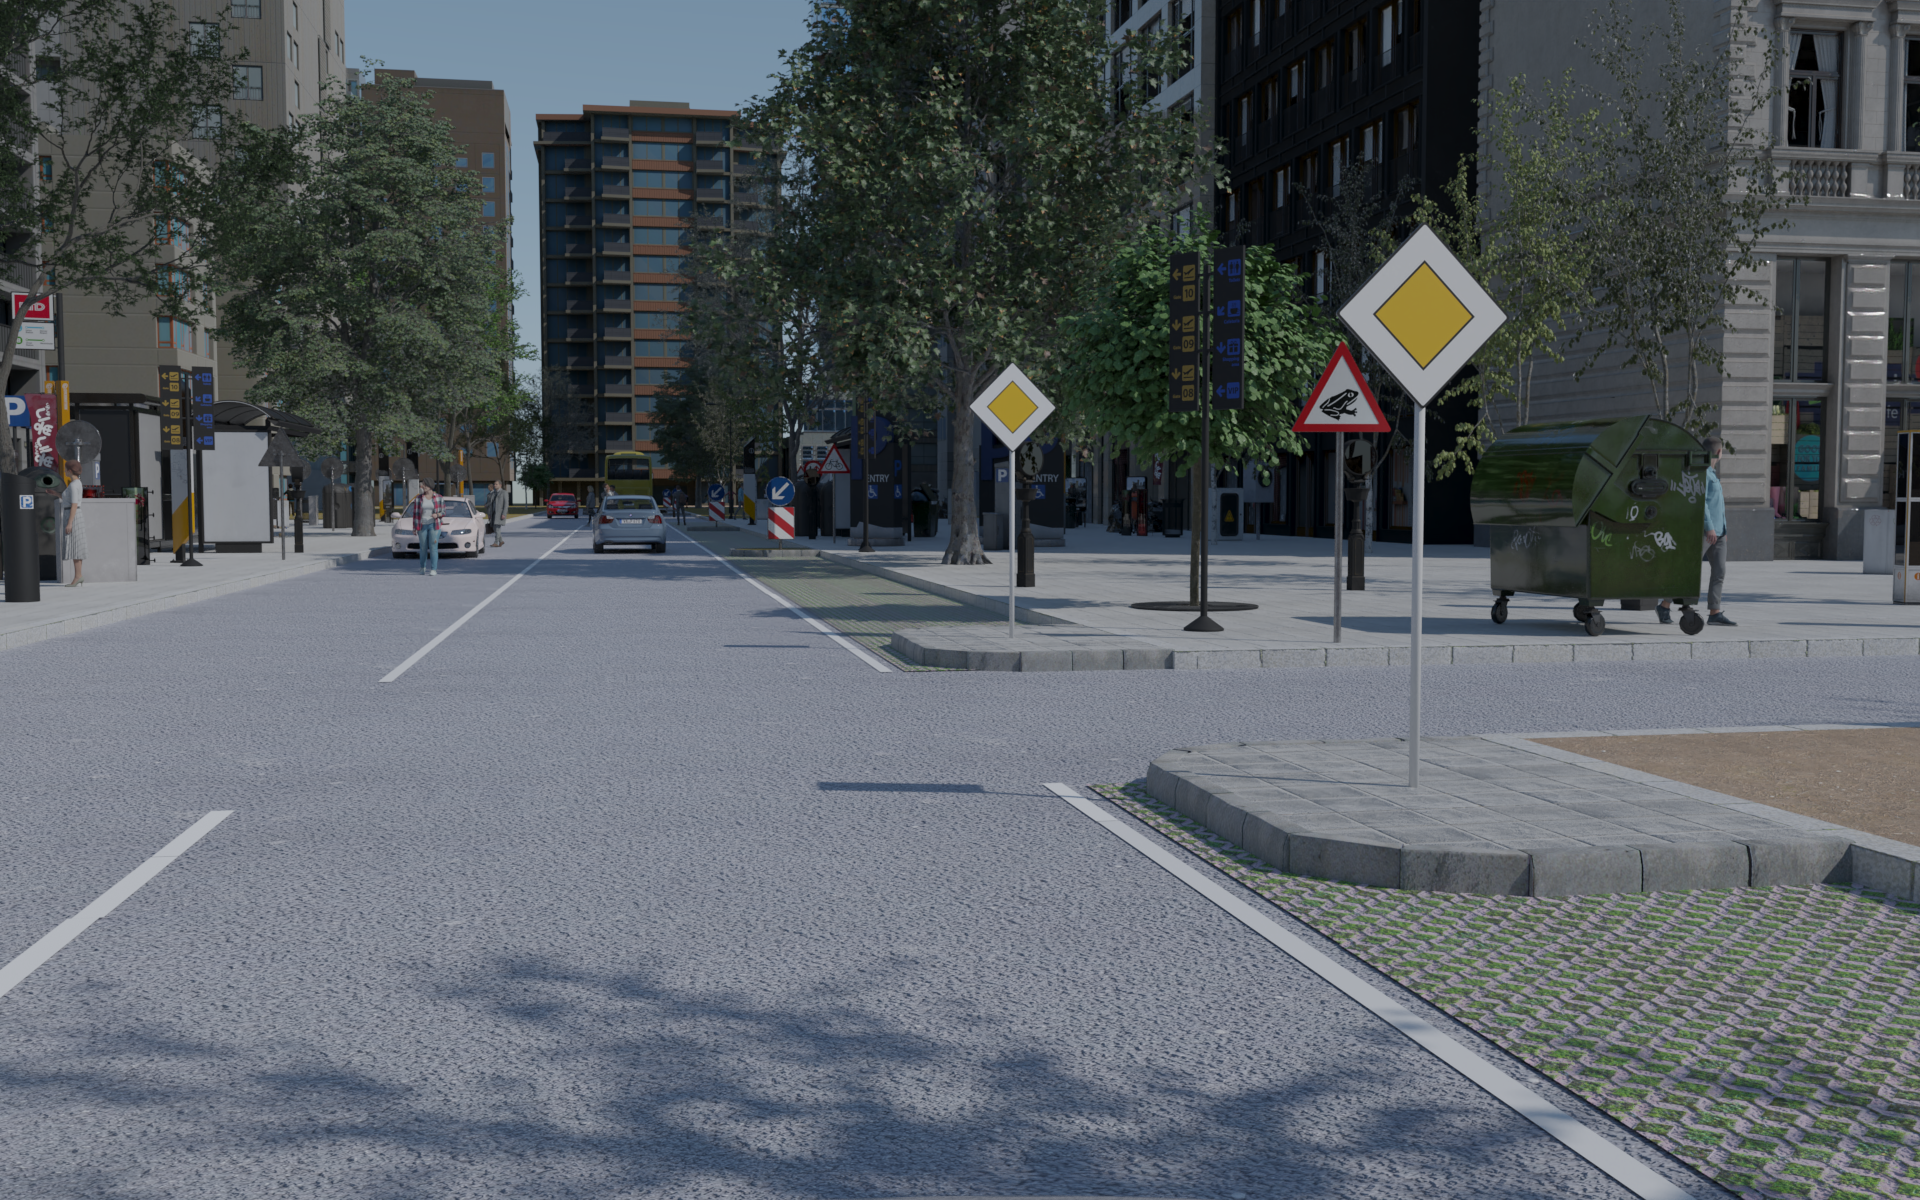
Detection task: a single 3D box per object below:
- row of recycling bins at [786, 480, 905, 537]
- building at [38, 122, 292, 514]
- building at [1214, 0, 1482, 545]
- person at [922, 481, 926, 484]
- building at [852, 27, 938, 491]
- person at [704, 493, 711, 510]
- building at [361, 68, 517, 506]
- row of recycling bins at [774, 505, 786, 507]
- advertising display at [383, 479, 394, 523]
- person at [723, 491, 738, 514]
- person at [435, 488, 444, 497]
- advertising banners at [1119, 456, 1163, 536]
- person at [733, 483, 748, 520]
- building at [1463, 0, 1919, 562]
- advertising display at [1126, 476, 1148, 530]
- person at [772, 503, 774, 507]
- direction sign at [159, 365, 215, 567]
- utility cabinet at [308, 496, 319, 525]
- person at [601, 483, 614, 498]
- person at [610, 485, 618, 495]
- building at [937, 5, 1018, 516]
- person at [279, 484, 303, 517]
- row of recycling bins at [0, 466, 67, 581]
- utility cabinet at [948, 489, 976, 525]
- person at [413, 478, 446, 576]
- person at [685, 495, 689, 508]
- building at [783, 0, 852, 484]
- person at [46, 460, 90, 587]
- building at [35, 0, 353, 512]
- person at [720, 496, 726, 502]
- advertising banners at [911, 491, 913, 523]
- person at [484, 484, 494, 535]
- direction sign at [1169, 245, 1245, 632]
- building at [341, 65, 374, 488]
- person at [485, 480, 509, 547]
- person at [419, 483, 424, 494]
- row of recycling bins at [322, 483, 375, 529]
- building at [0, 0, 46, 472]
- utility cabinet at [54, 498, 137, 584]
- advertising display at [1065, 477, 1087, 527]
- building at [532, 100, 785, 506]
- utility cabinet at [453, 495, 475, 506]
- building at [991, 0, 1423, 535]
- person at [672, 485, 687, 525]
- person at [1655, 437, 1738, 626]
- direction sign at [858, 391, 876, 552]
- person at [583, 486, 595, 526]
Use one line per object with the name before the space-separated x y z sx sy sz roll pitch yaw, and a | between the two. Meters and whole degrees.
row of recycling bins | -3.410 -2.803 52.936 3.534 1.692 1.069 -1 4 -14
building | -54.597 -15.352 96.038 27.650 21.520 28.899 -1 4 -11
building | 16.129 -13.594 51.932 12.332 23.373 15.834 -1 4 -11
person | -1.544 -4.073 72.739 0.694 1.812 0.767 -1 4 -9
building | -2.422 -28.347 147.060 14.154 41.232 14.086 -1 4 -11
person | -20.143 -8.127 139.021 0.705 1.812 1.348 1 4 20
building | -55.769 -32.834 186.940 14.200 45.320 14.600 -1 4 -11
row of recycling bins | -6.116 -3.674 67.181 1.069 1.692 3.534 1 4 21
advertising display | -25.370 -4.384 76.889 0.123 1.923 0.974 -3 5 -40
person | -15.067 -6.568 114.156 1.217 1.743 0.721 -1 4 -12
person | -38.273 -7.320 126.548 1.217 1.723 0.721 -1 4 -8
advertising banners | 5.535 -3.457 52.704 0.090 3.025 2.074 -2 4 -34
person | -10.905 -4.908 86.156 0.748 1.841 0.638 1 4 21
building | 22.497 -12.825 38.560 19.941 23.489 11.050 -1 4 -11
advertising display | 6.333 -3.479 62.103 0.123 1.923 0.974 -3 5 -40
person | -12.176 -6.248 111.387 0.628 1.438 0.799 0 4 2
direction sign | -13.660 -2.366 30.682 0.876 3.537 0.379 -2 4 -34
utility cabinet | -26.637 -3.681 71.338 0.306 1.237 1.020 -1 4 -15
person | -12.185 -3.157 60.300 0.592 1.802 0.473 -2 4 -34
person | -13.591 -3.628 68.093 0.850 1.792 0.678 -3 5 -41
building | 9.099 -34.915 112.860 21.231 58.520 28.212 -1 4 -11
person | -37.359 -5.565 96.668 1.348 1.869 0.705 -2 4 -29
row of recycling bins | -15.025 -1.116 25.362 3.534 1.692 1.069 -2 4 -26
utility cabinet | 0.079 -3.864 71.861 1.173 1.500 0.318 0 4 0
person | -9.356 -1.297 30.544 0.563 1.720 0.643 0 4 -7
person | -24.915 -9.043 157.136 0.697 1.427 0.421 -2 4 -25
building | -5.070 -54.274 200.044 31.000 86.520 22.319 -1 4 -11
person | -12.355 -1.061 23.965 0.524 1.755 0.480 -2 4 -23
building | -60.754 -32.931 127.658 27.495 52.752 28.713 -1 4 -11
person | -19.581 -8.268 141.940 1.217 1.735 0.721 3 5 41
advertising banners | -2.239 -4.938 76.927 2.074 3.025 0.090 -1 4 -10
person | -16.750 -3.225 61.498 0.520 1.790 0.573 3 5 42
direction sign | 2.291 -1.479 16.173 0.379 3.537 0.876 -3 5 -42
building | -78.588 -34.715 187.202 30.456 49.044 23.786 -1 4 -11
person | -12.498 -2.331 46.709 0.694 1.812 0.767 2 4 29
person | -23.031 -4.146 74.230 0.834 1.777 0.661 -1 4 -19
row of recycling bins | -23.306 -3.600 65.965 1.069 1.692 3.534 0 4 4
building | -43.887 -38.155 62.090 20.563 71.187 20.611 -1 4 -11
utility cabinet | -12.569 -0.859 25.201 1.020 1.237 0.306 -3 5 -41
advertising display | 4.373 -3.747 66.475 0.974 1.923 0.123 0 4 -3
building | -34.509 -33.106 195.905 28.867 44.769 22.147 -1 4 -11
utility cabinet | -24.595 -4.572 85.906 1.020 1.237 0.306 -1 4 -15
building | 14.286 -16.659 76.894 19.350 26.468 34.151 -1 4 -11
person | -12.794 -4.314 79.001 0.622 1.834 0.822 -1 4 -19
person | 7.252 -0.677 16.969 0.638 1.841 0.748 -3 5 -43
direction sign | -2.058 -2.826 38.199 0.379 3.537 0.876 -2 4 -28
person | -16.262 -4.135 76.283 0.728 1.800 0.709 1 4 9
